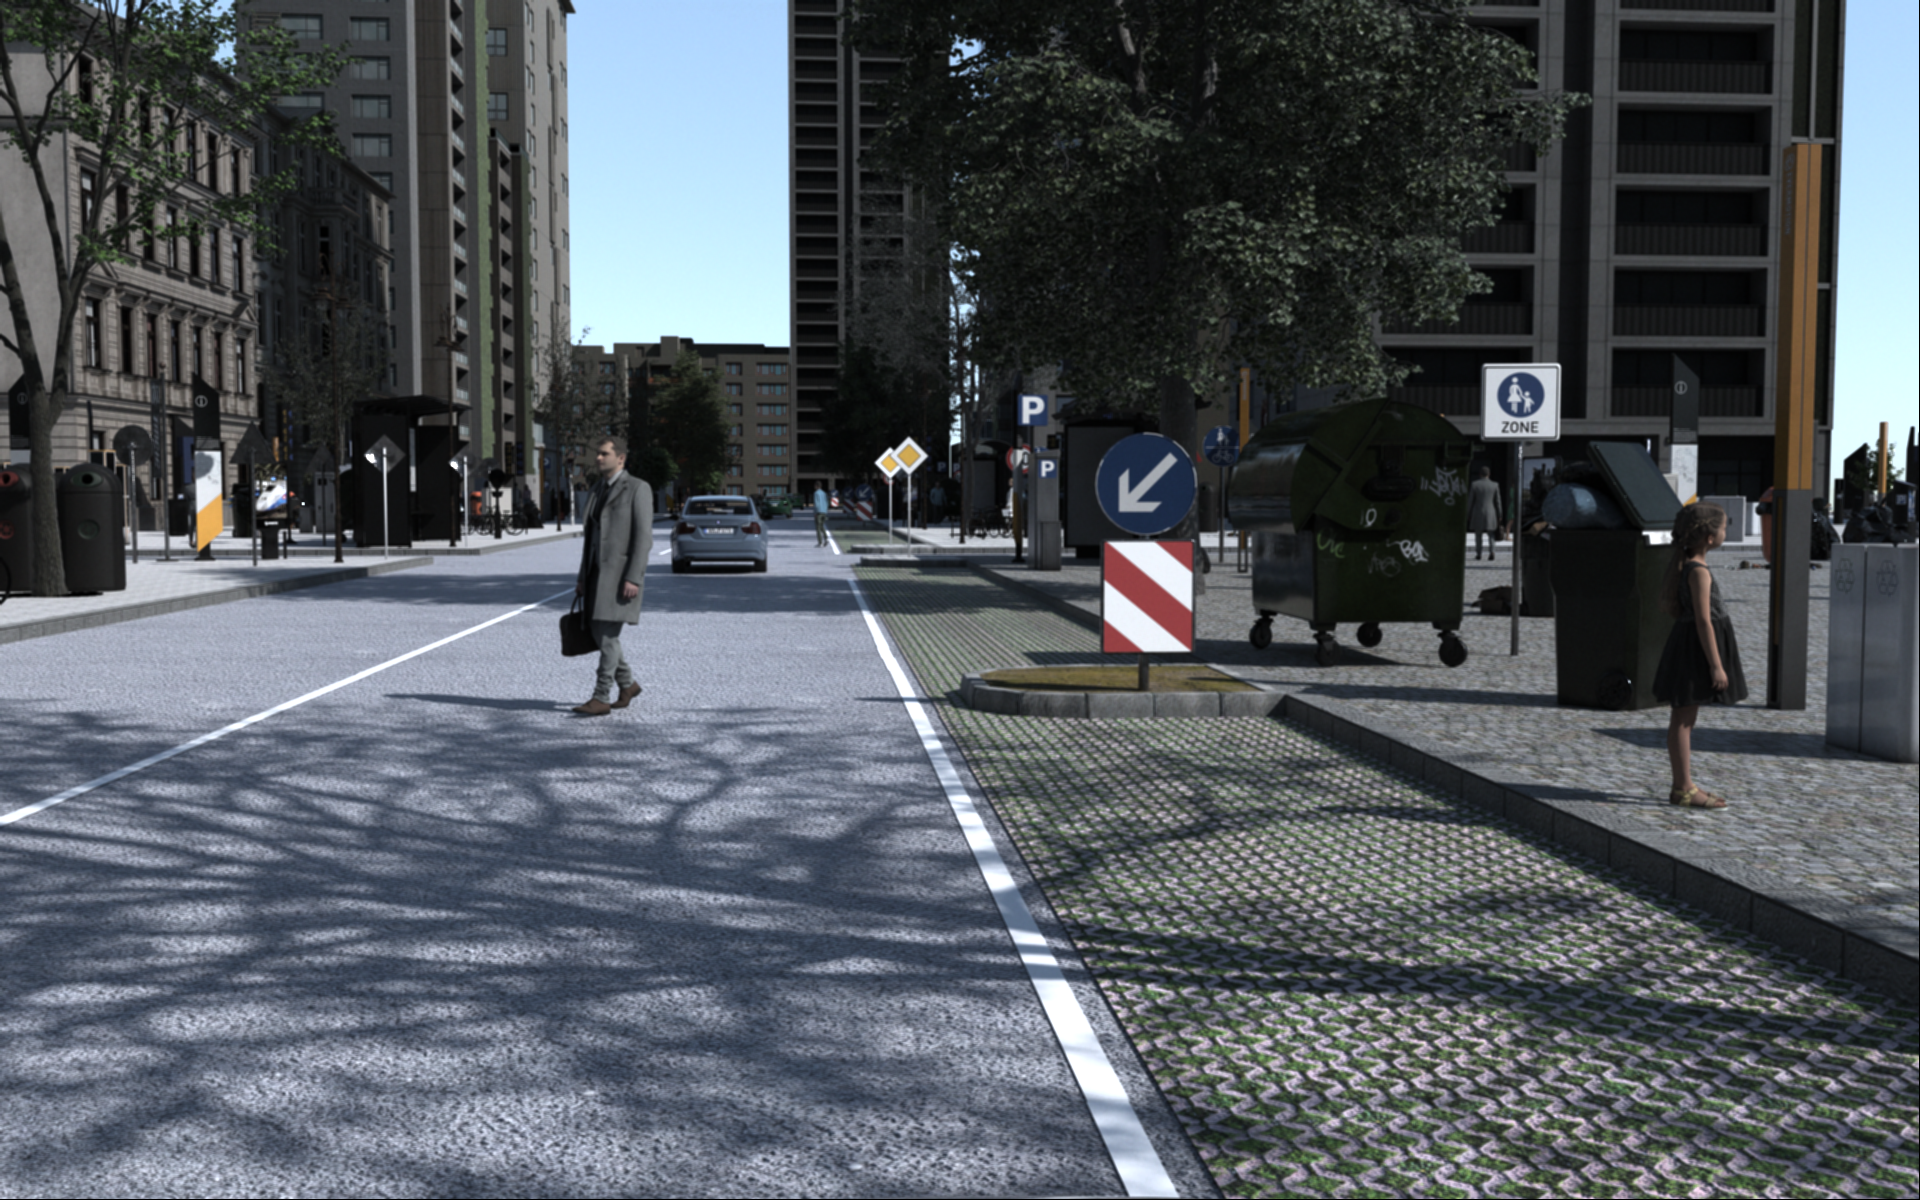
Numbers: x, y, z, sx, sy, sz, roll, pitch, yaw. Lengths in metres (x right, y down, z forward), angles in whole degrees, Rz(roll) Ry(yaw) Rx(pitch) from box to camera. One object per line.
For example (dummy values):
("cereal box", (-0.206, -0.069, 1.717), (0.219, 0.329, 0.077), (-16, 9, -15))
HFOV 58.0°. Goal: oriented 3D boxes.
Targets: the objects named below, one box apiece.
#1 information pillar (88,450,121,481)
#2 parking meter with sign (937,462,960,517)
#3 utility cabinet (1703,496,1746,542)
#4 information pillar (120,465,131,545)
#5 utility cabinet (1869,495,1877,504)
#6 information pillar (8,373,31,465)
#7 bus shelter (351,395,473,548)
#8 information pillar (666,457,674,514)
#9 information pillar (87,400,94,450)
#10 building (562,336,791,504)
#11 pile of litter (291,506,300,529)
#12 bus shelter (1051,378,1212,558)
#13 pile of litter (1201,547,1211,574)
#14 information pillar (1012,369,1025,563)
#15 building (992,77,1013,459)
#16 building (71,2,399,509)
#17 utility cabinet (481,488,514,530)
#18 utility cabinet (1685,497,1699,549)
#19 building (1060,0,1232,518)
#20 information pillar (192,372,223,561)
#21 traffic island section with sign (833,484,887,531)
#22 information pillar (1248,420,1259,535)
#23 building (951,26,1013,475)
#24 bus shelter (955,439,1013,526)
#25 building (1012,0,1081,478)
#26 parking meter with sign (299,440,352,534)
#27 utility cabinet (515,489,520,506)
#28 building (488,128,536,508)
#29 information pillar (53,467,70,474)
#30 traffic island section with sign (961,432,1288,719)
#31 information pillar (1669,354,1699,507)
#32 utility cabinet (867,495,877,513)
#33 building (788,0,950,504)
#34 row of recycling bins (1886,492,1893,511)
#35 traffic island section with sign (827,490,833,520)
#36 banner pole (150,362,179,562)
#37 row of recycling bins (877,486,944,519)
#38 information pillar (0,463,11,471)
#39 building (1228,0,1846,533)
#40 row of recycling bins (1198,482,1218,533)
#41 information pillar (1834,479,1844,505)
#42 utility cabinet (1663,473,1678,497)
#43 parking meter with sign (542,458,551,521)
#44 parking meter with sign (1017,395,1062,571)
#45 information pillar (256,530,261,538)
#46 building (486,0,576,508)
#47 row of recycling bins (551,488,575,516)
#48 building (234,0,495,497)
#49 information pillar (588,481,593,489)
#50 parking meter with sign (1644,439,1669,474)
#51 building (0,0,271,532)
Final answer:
("information pillar", (-14.366, -1.502, 29.054), (0.304, 2.012, 0.304), (0, 4, 7))
("parking meter with sign", (-0.576, -6.129, 96.476), (0.543, 3.016, 1.738), (2, 4, 30))
("utility cabinet", (20.559, -2.169, 46.619), (1.020, 1.237, 0.306), (2, 4, 34))
("information pillar", (-21.067, -2.387, 43.516), (0.304, 2.012, 0.304), (-1, 4, -9))
("utility cabinet", (63.758, -6.742, 121.393), (0.306, 1.237, 1.020), (-1, 4, -15))
("information pillar", (-17.580, -2.517, 32.500), (0.504, 3.616, 0.183), (1, 4, 17))
("bus shelter", (-13.811, -3.225, 44.009), (1.731, 3.624, 6.357), (0, 4, -5))
("information pillar", (-18.387, -7.245, 109.806), (0.504, 3.616, 0.183), (-3, 5, -41))
("information pillar", (-21.645, -3.169, 43.167), (0.183, 3.616, 0.504), (-2, 4, -31))
("building", (-36.792, -23.370, 227.132), (28.899, 21.520, 27.650), (0, 4, -5))
("pile of litter", (-24.555, -3.044, 63.738), (1.176, 0.858, 1.719), (3, 5, 42))
("bus shelter", (3.078, -2.336, 32.123), (2.014, 3.302, 5.546), (0, 4, -5))
("pile of litter", (3.321, -0.849, 27.849), (1.719, 0.858, 1.176), (-2, 4, -25))
("information pillar", (1.080, -2.507, 32.341), (0.183, 3.616, 0.504), (1, 4, 15))
("building", (10.074, -29.990, 173.924), (14.154, 41.232, 14.086), (0, 4, -5))
("building", (-38.652, -16.526, 89.277), (14.460, 24.649, 34.723), (0, 4, -5))
("utility cabinet", (-16.631, -3.270, 62.139), (0.318, 1.500, 1.173), (2, 4, 33))
("utility cabinet", (14.676, -1.500, 35.680), (0.306, 1.237, 1.020), (-2, 4, -29))
("building", (17.885, -27.536, 104.833), (22.147, 44.769, 28.867), (0, 4, -5))
("information pillar", (-14.495, -2.568, 33.341), (0.504, 3.616, 0.183), (-3, 4, -37))
("traffic island section with sign", (-3.894, -3.635, 68.060), (1.989, 1.847, 2.006), (0, 4, -5))
("information pillar", (9.203, -3.851, 54.312), (0.504, 3.616, 0.183), (-2, 4, -24))
("building", (14.377, -55.903, 226.688), (31.000, 86.520, 22.319), (0, 4, -5))
("bus shelter", (1.019, -4.468, 66.968), (2.014, 3.302, 5.546), (0, 4, -5))
("building", (15.179, -37.349, 152.651), (21.231, 58.520, 28.212), (0, 4, -5))
("parking meter with sign", (-20.609, -3.676, 56.358), (1.738, 3.016, 0.543), (0, 4, -1))
("utility cabinet", (-21.550, -4.543, 82.963), (0.318, 1.500, 1.173), (1, 4, 19))
("building", (-41.802, -22.290, 136.150), (14.160, 30.474, 14.107), (0, 4, -5))
("information pillar", (-24.303, -2.595, 46.922), (0.304, 2.012, 0.304), (0, 4, -1))
("traffic island section with sign", (1.032, -0.202, 11.937), (1.989, 1.847, 2.006), (0, 4, -5))
("information pillar", (12.117, -2.306, 29.058), (0.504, 3.616, 0.183), (-1, 4, -9))
("utility cabinet", (-5.827, -6.362, 115.187), (0.306, 1.237, 1.020), (1, 4, 22))
("building", (-11.656, -48.060, 224.036), (20.611, 71.187, 20.563), (0, 4, -5))
("row of recycling bins", (52.571, -5.434, 95.954), (3.534, 1.692, 1.069), (-2, 4, -26))
("traffic island section with sign", (-6.238, -5.281, 94.980), (1.989, 1.847, 2.006), (0, 4, -5))
("banner pole", (-15.292, -2.636, 33.123), (0.401, 3.779, 0.863), (-3, 5, -45))
("row of recycling bins", (-2.557, -5.025, 89.273), (3.534, 1.692, 1.069), (-1, 4, -16))
("information pillar", (-22.351, -2.218, 40.761), (0.304, 2.012, 0.304), (3, 5, 45))
("building", (22.805, -38.314, 64.692), (20.611, 71.187, 20.563), (0, 4, -5))
("row of recycling bins", (7.269, -3.161, 58.794), (3.534, 1.692, 1.069), (3, 5, 44))
("information pillar", (42.061, -4.794, 82.879), (0.304, 2.012, 0.304), (-1, 4, -20))
("utility cabinet", (7.358, -0.635, 19.060), (0.318, 1.500, 1.173), (-1, 4, -16))
("parking meter with sign", (-19.668, -5.251, 82.119), (0.543, 3.016, 1.738), (-1, 4, -15))
("parking meter with sign", (1.403, -2.040, 29.621), (0.543, 3.016, 1.738), (-1, 4, -10))
("information pillar", (-20.232, -2.797, 50.227), (0.304, 2.012, 0.304), (-3, 5, -41))
("building", (-51.173, -34.944, 160.570), (27.495, 52.752, 28.713), (0, 4, -5))
("row of recycling bins", (-23.314, -5.812, 102.134), (1.069, 1.692, 3.534), (0, 4, 2))
("building", (-41.278, -26.787, 121.558), (14.154, 41.232, 14.086), (0, 4, -5))
("information pillar", (-21.005, -5.766, 98.768), (0.304, 2.012, 0.304), (-1, 4, -19))
("parking meter with sign", (22.369, -3.545, 54.229), (1.738, 3.016, 0.543), (2, 4, 31))
("building", (-33.260, -12.124, 62.860), (10.561, 19.102, 19.286), (0, 4, -5))
